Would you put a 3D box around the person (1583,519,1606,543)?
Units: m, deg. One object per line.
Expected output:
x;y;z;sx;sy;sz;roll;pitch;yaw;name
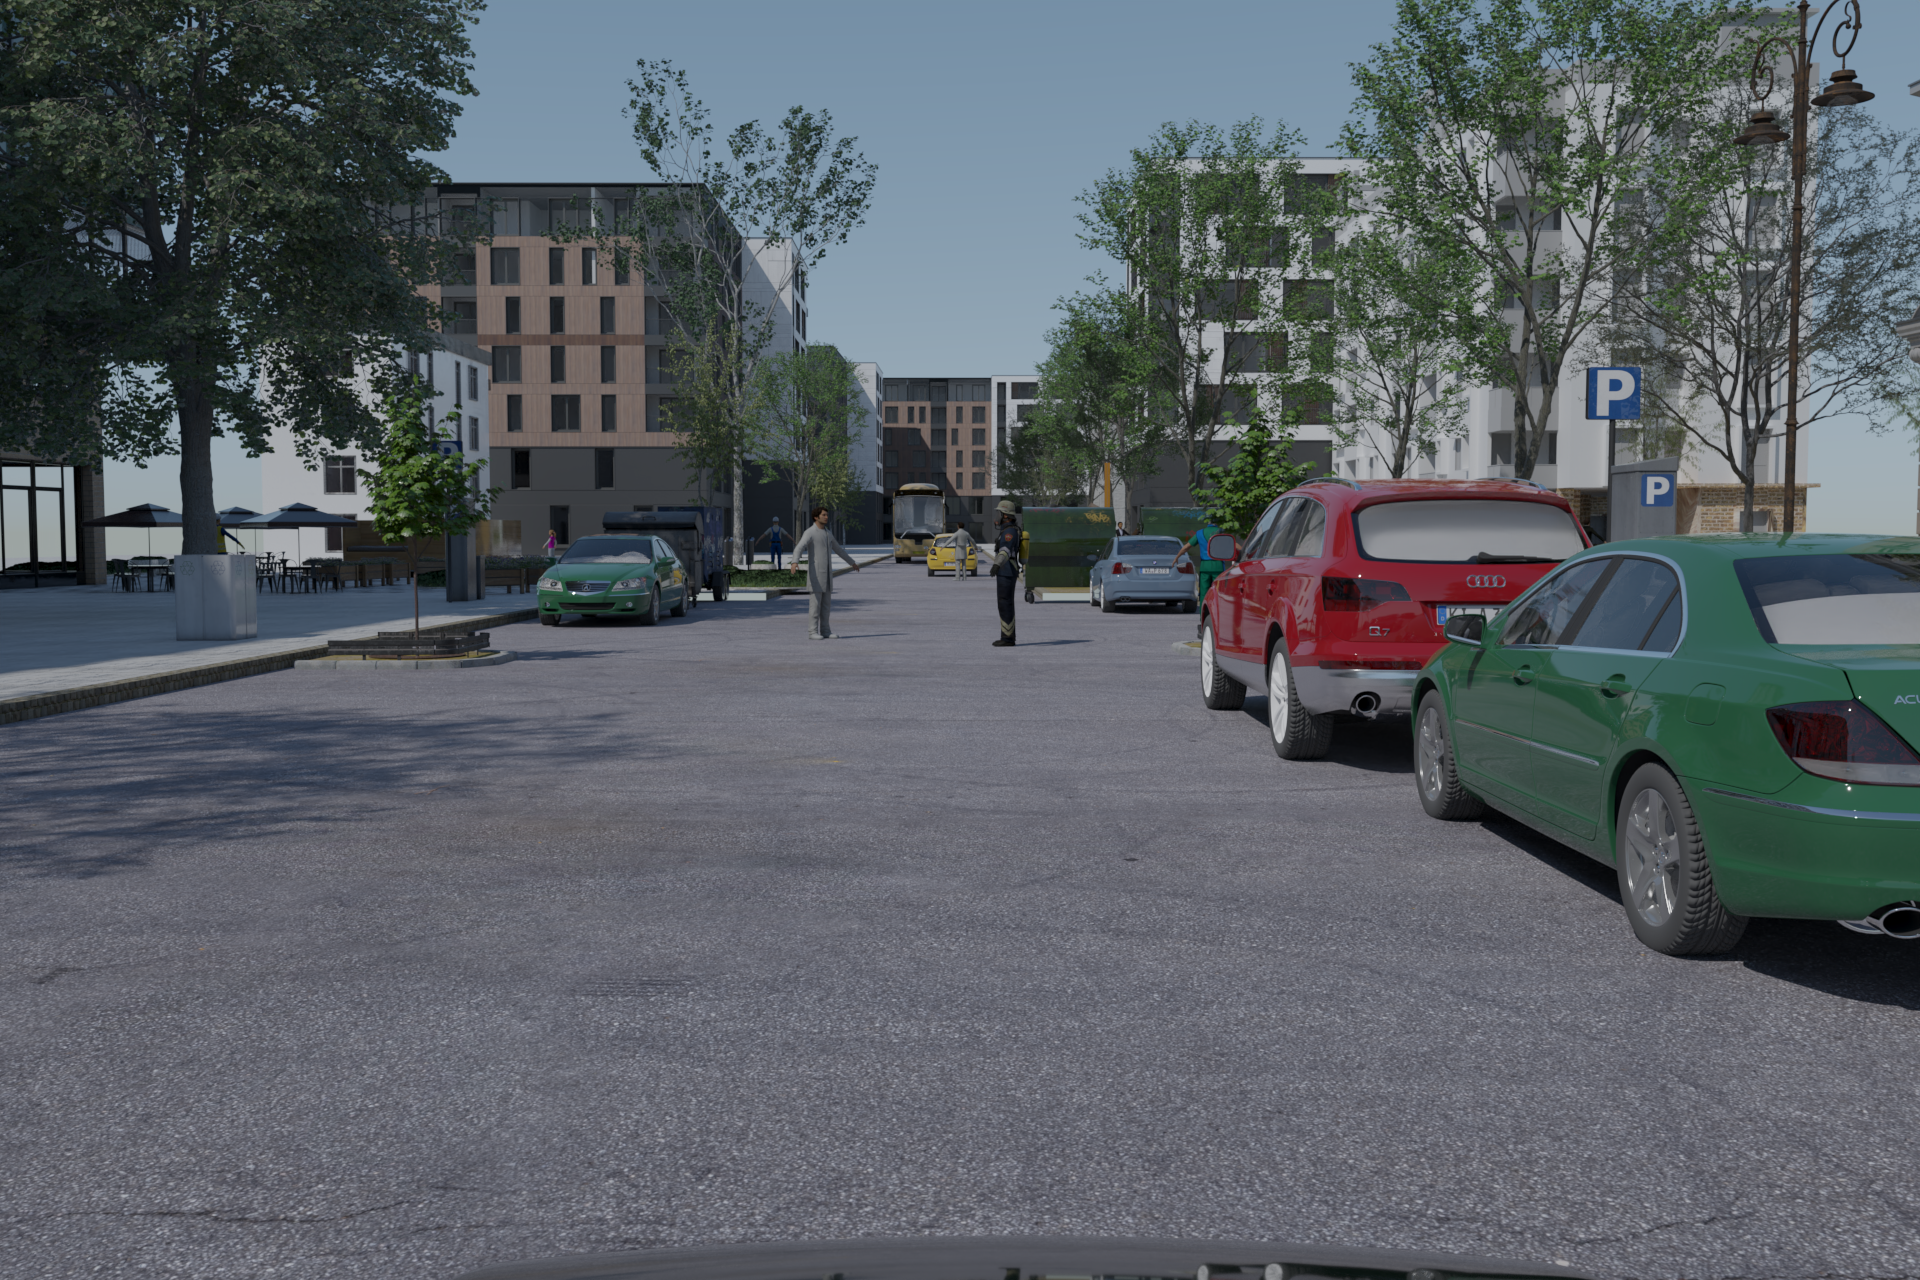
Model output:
21.202;-3.204;58.574;1.347;1.806;0.705;3;5;44;person

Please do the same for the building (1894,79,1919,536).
26.940;-14.759;27.208;13.634;28.700;20.117;0;4;0;building

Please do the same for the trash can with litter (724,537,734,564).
-6.428;-2.339;49.296;1.678;1.210;2.233;0;4;0;trash can with litter

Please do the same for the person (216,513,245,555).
-17.317;-2.082;40.501;1.216;1.772;0.721;0;4;7;person

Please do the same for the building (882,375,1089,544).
1.879;-23.756;234.838;32.646;21.610;27.936;0;3;0;building

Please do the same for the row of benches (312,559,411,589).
-14.562;-1.632;42.144;1.422;0.672;4.104;0;4;7;row of benches

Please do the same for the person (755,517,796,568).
-6.049;-3.123;56.916;1.347;1.847;0.705;0;4;-8;person

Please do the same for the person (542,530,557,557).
-14.633;-3.214;61.817;0.599;1.433;0.991;1;4;13;person

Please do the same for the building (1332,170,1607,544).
25.016;-14.370;91.365;16.016;20.090;11.380;0;4;0;building

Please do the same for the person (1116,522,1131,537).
5.922;-3.486;63.720;1.216;1.740;0.721;-1;4;-9;person

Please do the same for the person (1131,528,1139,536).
4.214;-1.999;38.828;1.346;1.812;0.704;-3;5;-39;person

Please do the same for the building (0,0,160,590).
-31.559;-13.314;24.263;21.656;26.213;47.522;0;4;0;building

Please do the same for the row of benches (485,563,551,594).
-8.969;-1.374;37.934;4.104;0.672;1.422;-3;5;-43;row of benches

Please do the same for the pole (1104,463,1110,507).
4.220;-3.416;49.697;0.158;3.312;0.155;0;3;0;pole

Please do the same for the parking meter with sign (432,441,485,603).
-9.548;-2.258;33.186;0.543;3.016;1.738;0;3;0;parking meter with sign

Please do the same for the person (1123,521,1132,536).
6.587;-3.789;68.079;0.705;1.813;1.348;-2;4;-31;person

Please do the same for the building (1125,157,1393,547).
24.260;-16.302;110.506;27.936;21.610;32.646;0;3;0;building

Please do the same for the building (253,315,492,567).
-26.191;-8.443;80.196;9.099;9.664;28.070;0;4;0;building

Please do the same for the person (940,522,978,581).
0.011;-2.726;53.217;1.347;1.806;0.705;-2;4;-31;person

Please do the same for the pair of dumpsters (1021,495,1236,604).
3.457;-1.901;36.038;4.436;2.255;1.574;0;4;-1;pair of dumpsters

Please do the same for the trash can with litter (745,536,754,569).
-6.297;-2.579;53.227;1.678;1.210;2.233;0;4;2;trash can with litter

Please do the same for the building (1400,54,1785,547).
24.444;-13.347;74.646;16.016;20.090;11.380;0;4;0;building

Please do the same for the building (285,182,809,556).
-25.474;-16.713;117.230;27.936;21.610;32.646;0;4;0;building

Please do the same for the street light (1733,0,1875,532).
7.172;-2.575;14.894;0.468;5.910;1.993;0;3;0;street light

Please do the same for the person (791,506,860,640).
-1.885;-0.917;23.633;0.705;1.806;1.347;3;4;37;person

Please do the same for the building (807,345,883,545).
-23.942;-22.022;204.029;27.936;21.610;32.646;0;4;1;building

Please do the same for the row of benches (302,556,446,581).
-16.067;-1.969;47.651;4.104;0.672;1.422;-1;4;-16;row of benches

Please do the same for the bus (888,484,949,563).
-2.000;-5.895;87.925;2.896;3.916;12.252;0;4;0;bus

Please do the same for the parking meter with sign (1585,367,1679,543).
6.819;-1.289;17.331;0.543;3.016;1.738;0;3;0;parking meter with sign

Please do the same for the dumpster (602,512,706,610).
-5.877;-1.530;33.229;1.865;1.857;1.264;0;4;0;dumpster

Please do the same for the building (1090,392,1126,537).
22.941;-19.172;179.916;16.747;18.905;31.486;0;4;0;building

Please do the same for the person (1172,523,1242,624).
3.936;-1.123;26.951;1.347;1.817;0.704;1;4;21;person

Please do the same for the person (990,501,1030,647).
0.565;-0.850;22.138;0.705;1.856;1.354;0;4;7;person
